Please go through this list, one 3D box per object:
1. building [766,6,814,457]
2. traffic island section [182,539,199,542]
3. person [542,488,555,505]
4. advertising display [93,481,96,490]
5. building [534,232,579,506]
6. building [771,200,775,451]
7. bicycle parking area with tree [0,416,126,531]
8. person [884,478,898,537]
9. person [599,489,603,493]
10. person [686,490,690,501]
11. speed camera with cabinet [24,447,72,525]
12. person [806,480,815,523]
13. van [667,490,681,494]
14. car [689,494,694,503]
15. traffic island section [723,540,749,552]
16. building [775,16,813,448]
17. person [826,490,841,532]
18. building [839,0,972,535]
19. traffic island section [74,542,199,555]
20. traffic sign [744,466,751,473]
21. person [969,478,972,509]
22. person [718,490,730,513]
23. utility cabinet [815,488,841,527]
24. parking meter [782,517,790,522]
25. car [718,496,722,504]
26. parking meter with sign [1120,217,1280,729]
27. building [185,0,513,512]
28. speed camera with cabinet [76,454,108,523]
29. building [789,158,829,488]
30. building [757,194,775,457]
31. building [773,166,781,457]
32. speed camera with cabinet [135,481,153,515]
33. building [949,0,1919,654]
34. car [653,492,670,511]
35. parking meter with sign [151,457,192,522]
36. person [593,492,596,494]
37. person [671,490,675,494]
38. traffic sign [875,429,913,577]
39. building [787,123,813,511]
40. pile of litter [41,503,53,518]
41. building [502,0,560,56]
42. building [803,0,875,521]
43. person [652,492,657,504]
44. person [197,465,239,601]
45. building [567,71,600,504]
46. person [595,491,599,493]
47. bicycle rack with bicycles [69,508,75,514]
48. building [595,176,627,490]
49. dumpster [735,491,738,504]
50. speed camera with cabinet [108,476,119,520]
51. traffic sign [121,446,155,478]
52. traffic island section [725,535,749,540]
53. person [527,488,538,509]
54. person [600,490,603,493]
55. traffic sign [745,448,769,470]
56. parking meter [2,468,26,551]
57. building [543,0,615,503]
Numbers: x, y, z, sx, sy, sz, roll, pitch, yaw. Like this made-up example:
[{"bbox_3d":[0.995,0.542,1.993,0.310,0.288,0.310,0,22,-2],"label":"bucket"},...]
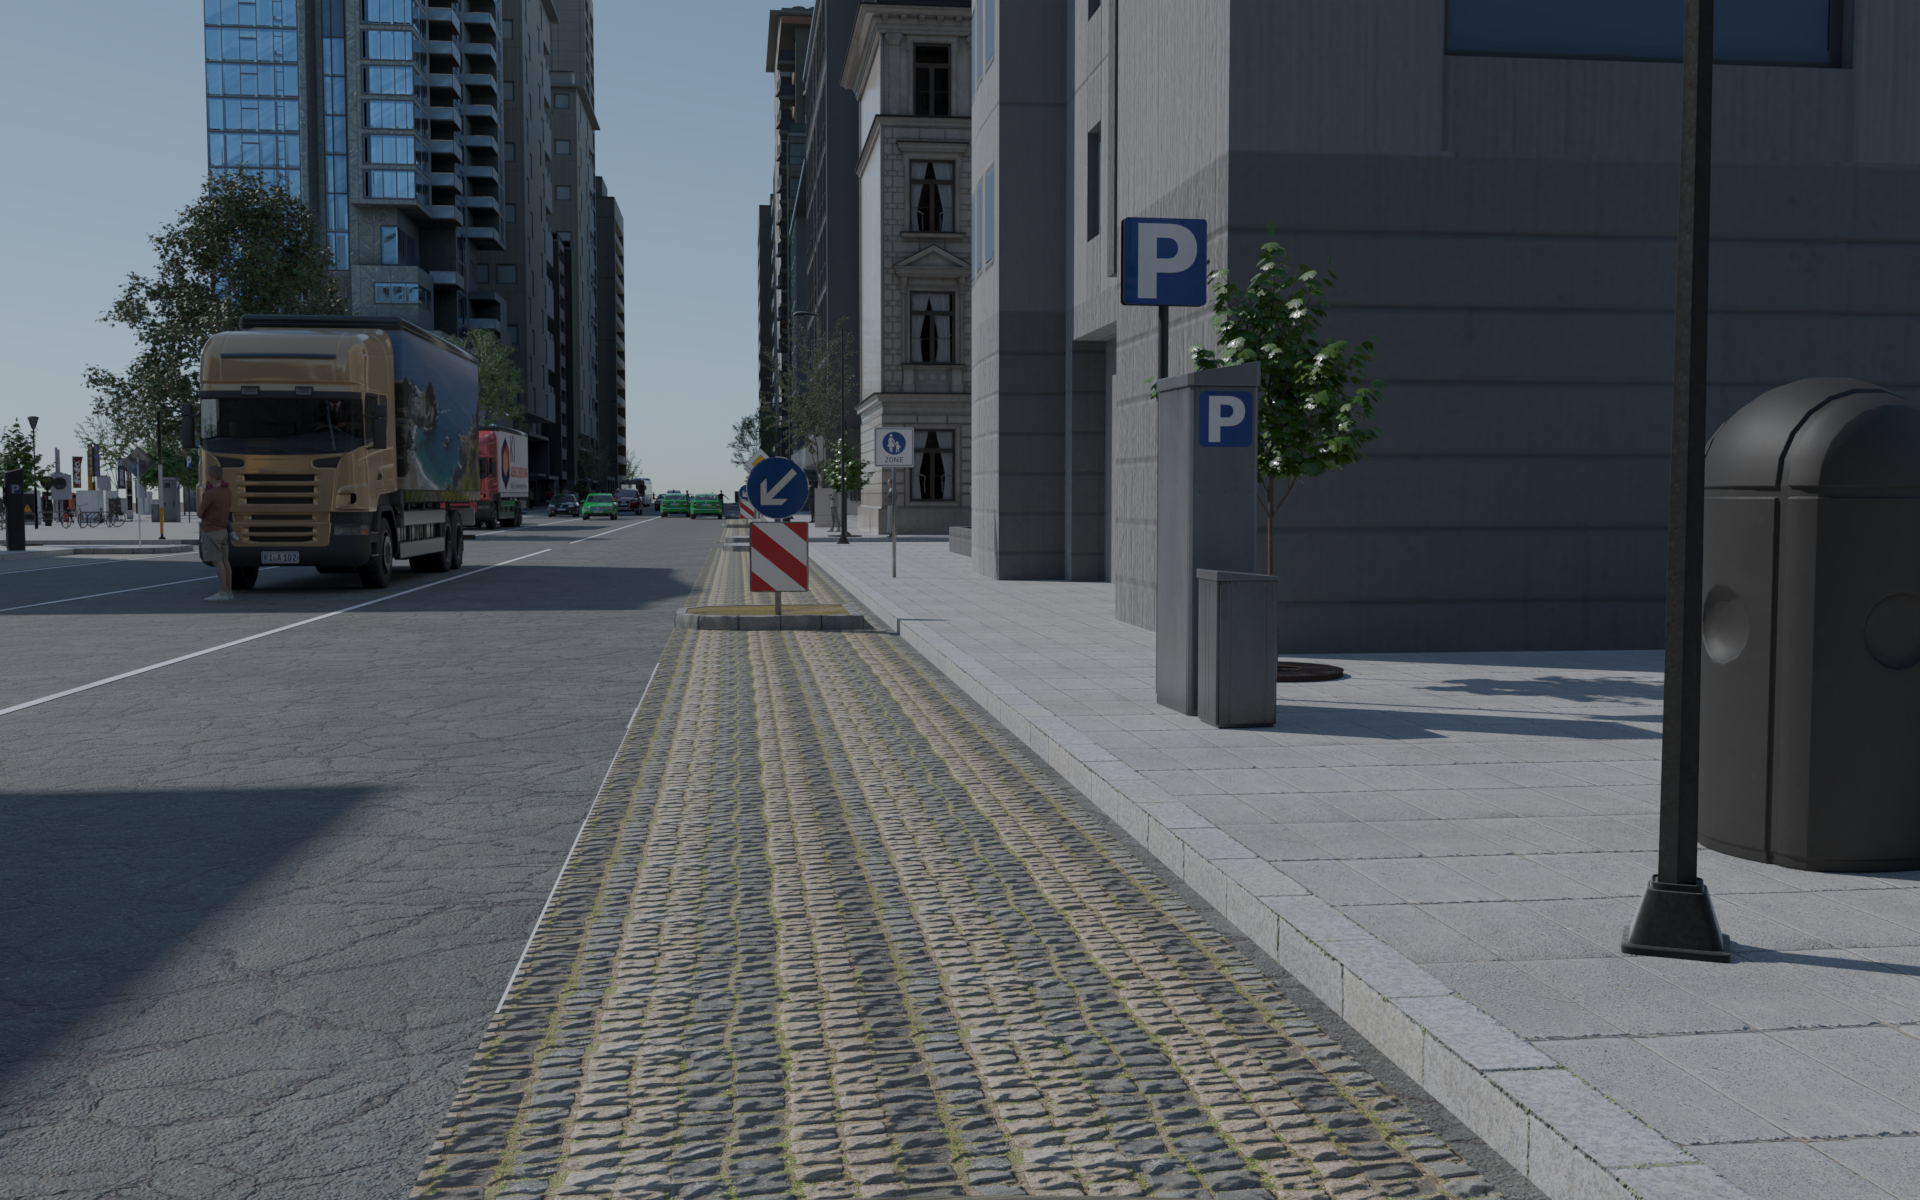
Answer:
[{"bbox_3d":[-6.351,-36.663,188.683,28.713,52.752,27.495,0,4,-7],"label":"building"},{"bbox_3d":[-21.070,-1.708,50.200,2.009,0.180,2.903,0,4,-7],"label":"traffic island section"},{"bbox_3d":[-37.520,-9.324,158.424,1.348,1.831,0.705,-1,4,-11],"label":"person"},{"bbox_3d":[-44.264,-5.130,89.084,0.123,1.923,0.974,0,4,3],"label":"advertising display"},{"bbox_3d":[-49.548,-25.512,188.820,14.160,30.474,14.107,0,4,-7],"label":"building"},{"bbox_3d":[-15.663,-38.480,248.752,23.786,49.044,30.456,0,4,-7],"label":"building"},{"bbox_3d":[-36.619,-4.731,64.355,8.231,4.147,9.016,1,4,21],"label":"bicycle parking area with tree"},{"bbox_3d":[-2.071,-2.752,51.595,0.362,1.759,0.519,-1,4,-18],"label":"person"},{"bbox_3d":[-28.906,-8.046,139.923,0.709,1.838,0.599,-3,5,-45],"label":"person"},{"bbox_3d":[-22.773,-8.236,143.693,0.750,1.759,0.617,0,4,-1],"label":"person"},{"bbox_3d":[-38.681,-4.801,72.828,2.038,3.252,0.660,-3,5,-39],"label":"speed camera with cabinet"},{"bbox_3d":[-6.653,-4.393,77.226,0.474,1.900,0.648,3,5,44],"label":"person"},{"bbox_3d":[-27.920,-9.909,169.029,2.013,2.044,4.112,0,4,-8],"label":"van"},{"bbox_3d":[-34.315,-12.810,219.028,1.945,1.707,3.694,0,4,-7],"label":"car"},{"bbox_3d":[-5.031,-1.341,44.204,2.009,0.180,2.903,0,4,-7],"label":"traffic island section"},{"bbox_3d":[-5.765,-30.939,160.469,22.147,44.769,28.867,0,4,-7],"label":"building"},{"bbox_3d":[-4.283,-3.184,58.284,0.526,1.800,0.537,0,4,5],"label":"person"},{"bbox_3d":[5.827,-11.929,59.669,19.286,19.102,10.561,0,4,-7],"label":"building"},{"bbox_3d":[-20.049,-1.223,42.280,2.009,0.180,2.903,0,4,-7],"label":"traffic island section"},{"bbox_3d":[-6.074,-3.049,52.038,0.795,2.593,0.064,0,4,-7],"label":"traffic sign"},{"bbox_3d":[0.549,-2.806,52.104,0.592,1.802,0.473,-3,4,-37],"label":"person"},{"bbox_3d":[-17.587,-7.262,127.747,1.217,1.766,0.721,0,4,3],"label":"person"},{"bbox_3d":[-4.920,-3.489,65.720,1.173,1.500,0.318,0,4,-3],"label":"utility cabinet"},{"bbox_3d":[-7.750,-4.208,77.204,0.372,1.533,0.369,0,3,0],"label":"parking meter"},{"bbox_3d":[-22.711,-8.983,158.874,2.014,1.417,4.499,0,4,-7],"label":"car"},{"bbox_3d":[1.439,-0.855,10.235,0.543,3.016,1.738,-1,4,-10],"label":"parking meter with sign"},{"bbox_3d":[-47.199,-50.394,136.620,22.319,86.520,31.000,0,4,-7],"label":"building"},{"bbox_3d":[-39.239,-5.056,77.000,2.038,3.252,0.660,0,4,-4],"label":"speed camera with cabinet"},{"bbox_3d":[-3.488,-17.980,113.044,14.314,24.678,30.058,0,4,-7],"label":"building"},{"bbox_3d":[-21.192,-39.845,275.166,21.300,48.544,21.600,0,4,-7],"label":"building"},{"bbox_3d":[-17.158,-35.215,225.883,14.600,45.320,14.200,0,4,-7],"label":"building"},{"bbox_3d":[-50.648,-6.916,107.419,0.660,3.252,2.038,-1,4,-12],"label":"speed camera with cabinet"},{"bbox_3d":[10.719,-29.676,27.204,21.231,58.520,28.212,0,4,-7],"label":"building"},{"bbox_3d":[-25.236,-8.549,148.819,2.155,1.783,4.494,0,4,-5],"label":"car"},{"bbox_3d":[-35.688,-5.018,78.312,1.738,3.016,0.543,0,4,2],"label":"parking meter with sign"},{"bbox_3d":[-33.212,-9.031,157.629,0.593,1.643,0.415,2,4,35],"label":"person"},{"bbox_3d":[-26.650,-9.341,161.091,0.709,1.838,0.599,0,4,-1],"label":"person"},{"bbox_3d":[-1.012,-1.494,26.564,0.606,2.300,0.079,0,4,-6],"label":"traffic sign"},{"bbox_3d":[-6.830,-22.458,138.882,14.160,30.474,14.107,0,4,-7],"label":"building"},{"bbox_3d":[-47.715,-4.723,91.193,1.719,0.858,1.176,0,4,4],"label":"pile of litter"},{"bbox_3d":[-53.987,-35.315,166.636,28.713,52.752,27.495,0,4,-7],"label":"building"},{"bbox_3d":[-0.128,-17.873,85.726,14.314,27.812,24.014,0,4,-7],"label":"building"},{"bbox_3d":[-43.653,-14.531,246.783,1.217,1.736,0.721,-1,4,-9],"label":"person"},{"bbox_3d":[-10.023,-0.911,23.372,0.573,1.828,0.580,-3,5,-43],"label":"person"},{"bbox_3d":[-60.699,-38.521,219.051,28.713,52.752,27.495,0,4,-7],"label":"building"},{"bbox_3d":[-34.153,-9.361,162.266,0.721,1.743,1.217,0,4,6],"label":"person"},{"bbox_3d":[-55.207,-5.881,109.532,2.852,0.926,2.925,1,4,11],"label":"bicycle rack with bicycles"},{"bbox_3d":[-62.766,-39.234,265.176,21.300,48.544,21.600,0,4,-7],"label":"building"},{"bbox_3d":[-31.350,-14.643,247.630,1.865,1.857,1.264,0,4,-8],"label":"dumpster"},{"bbox_3d":[-41.733,-5.529,84.737,0.660,3.252,2.038,-3,4,-38],"label":"speed camera with cabinet"},{"bbox_3d":[-20.027,-2.448,42.216,0.795,2.593,0.064,0,4,-7],"label":"traffic sign"},{"bbox_3d":[-6.052,-1.825,52.124,2.009,0.180,2.903,0,4,-7],"label":"traffic island section"},{"bbox_3d":[-35.761,-8.467,144.571,0.705,1.812,1.348,2,4,27],"label":"person"},{"bbox_3d":[-27.308,-7.476,131.516,0.721,1.735,1.217,1,4,19],"label":"person"},{"bbox_3d":[-5.053,-2.564,44.118,0.795,2.593,0.064,0,4,-7],"label":"traffic sign"},{"bbox_3d":[-21.451,-2.052,39.265,0.399,1.863,0.255,-3,5,-41],"label":"parking meter"},{"bbox_3d":[-59.529,-49.224,243.058,20.563,71.187,20.611,0,4,-7],"label":"building"}]
